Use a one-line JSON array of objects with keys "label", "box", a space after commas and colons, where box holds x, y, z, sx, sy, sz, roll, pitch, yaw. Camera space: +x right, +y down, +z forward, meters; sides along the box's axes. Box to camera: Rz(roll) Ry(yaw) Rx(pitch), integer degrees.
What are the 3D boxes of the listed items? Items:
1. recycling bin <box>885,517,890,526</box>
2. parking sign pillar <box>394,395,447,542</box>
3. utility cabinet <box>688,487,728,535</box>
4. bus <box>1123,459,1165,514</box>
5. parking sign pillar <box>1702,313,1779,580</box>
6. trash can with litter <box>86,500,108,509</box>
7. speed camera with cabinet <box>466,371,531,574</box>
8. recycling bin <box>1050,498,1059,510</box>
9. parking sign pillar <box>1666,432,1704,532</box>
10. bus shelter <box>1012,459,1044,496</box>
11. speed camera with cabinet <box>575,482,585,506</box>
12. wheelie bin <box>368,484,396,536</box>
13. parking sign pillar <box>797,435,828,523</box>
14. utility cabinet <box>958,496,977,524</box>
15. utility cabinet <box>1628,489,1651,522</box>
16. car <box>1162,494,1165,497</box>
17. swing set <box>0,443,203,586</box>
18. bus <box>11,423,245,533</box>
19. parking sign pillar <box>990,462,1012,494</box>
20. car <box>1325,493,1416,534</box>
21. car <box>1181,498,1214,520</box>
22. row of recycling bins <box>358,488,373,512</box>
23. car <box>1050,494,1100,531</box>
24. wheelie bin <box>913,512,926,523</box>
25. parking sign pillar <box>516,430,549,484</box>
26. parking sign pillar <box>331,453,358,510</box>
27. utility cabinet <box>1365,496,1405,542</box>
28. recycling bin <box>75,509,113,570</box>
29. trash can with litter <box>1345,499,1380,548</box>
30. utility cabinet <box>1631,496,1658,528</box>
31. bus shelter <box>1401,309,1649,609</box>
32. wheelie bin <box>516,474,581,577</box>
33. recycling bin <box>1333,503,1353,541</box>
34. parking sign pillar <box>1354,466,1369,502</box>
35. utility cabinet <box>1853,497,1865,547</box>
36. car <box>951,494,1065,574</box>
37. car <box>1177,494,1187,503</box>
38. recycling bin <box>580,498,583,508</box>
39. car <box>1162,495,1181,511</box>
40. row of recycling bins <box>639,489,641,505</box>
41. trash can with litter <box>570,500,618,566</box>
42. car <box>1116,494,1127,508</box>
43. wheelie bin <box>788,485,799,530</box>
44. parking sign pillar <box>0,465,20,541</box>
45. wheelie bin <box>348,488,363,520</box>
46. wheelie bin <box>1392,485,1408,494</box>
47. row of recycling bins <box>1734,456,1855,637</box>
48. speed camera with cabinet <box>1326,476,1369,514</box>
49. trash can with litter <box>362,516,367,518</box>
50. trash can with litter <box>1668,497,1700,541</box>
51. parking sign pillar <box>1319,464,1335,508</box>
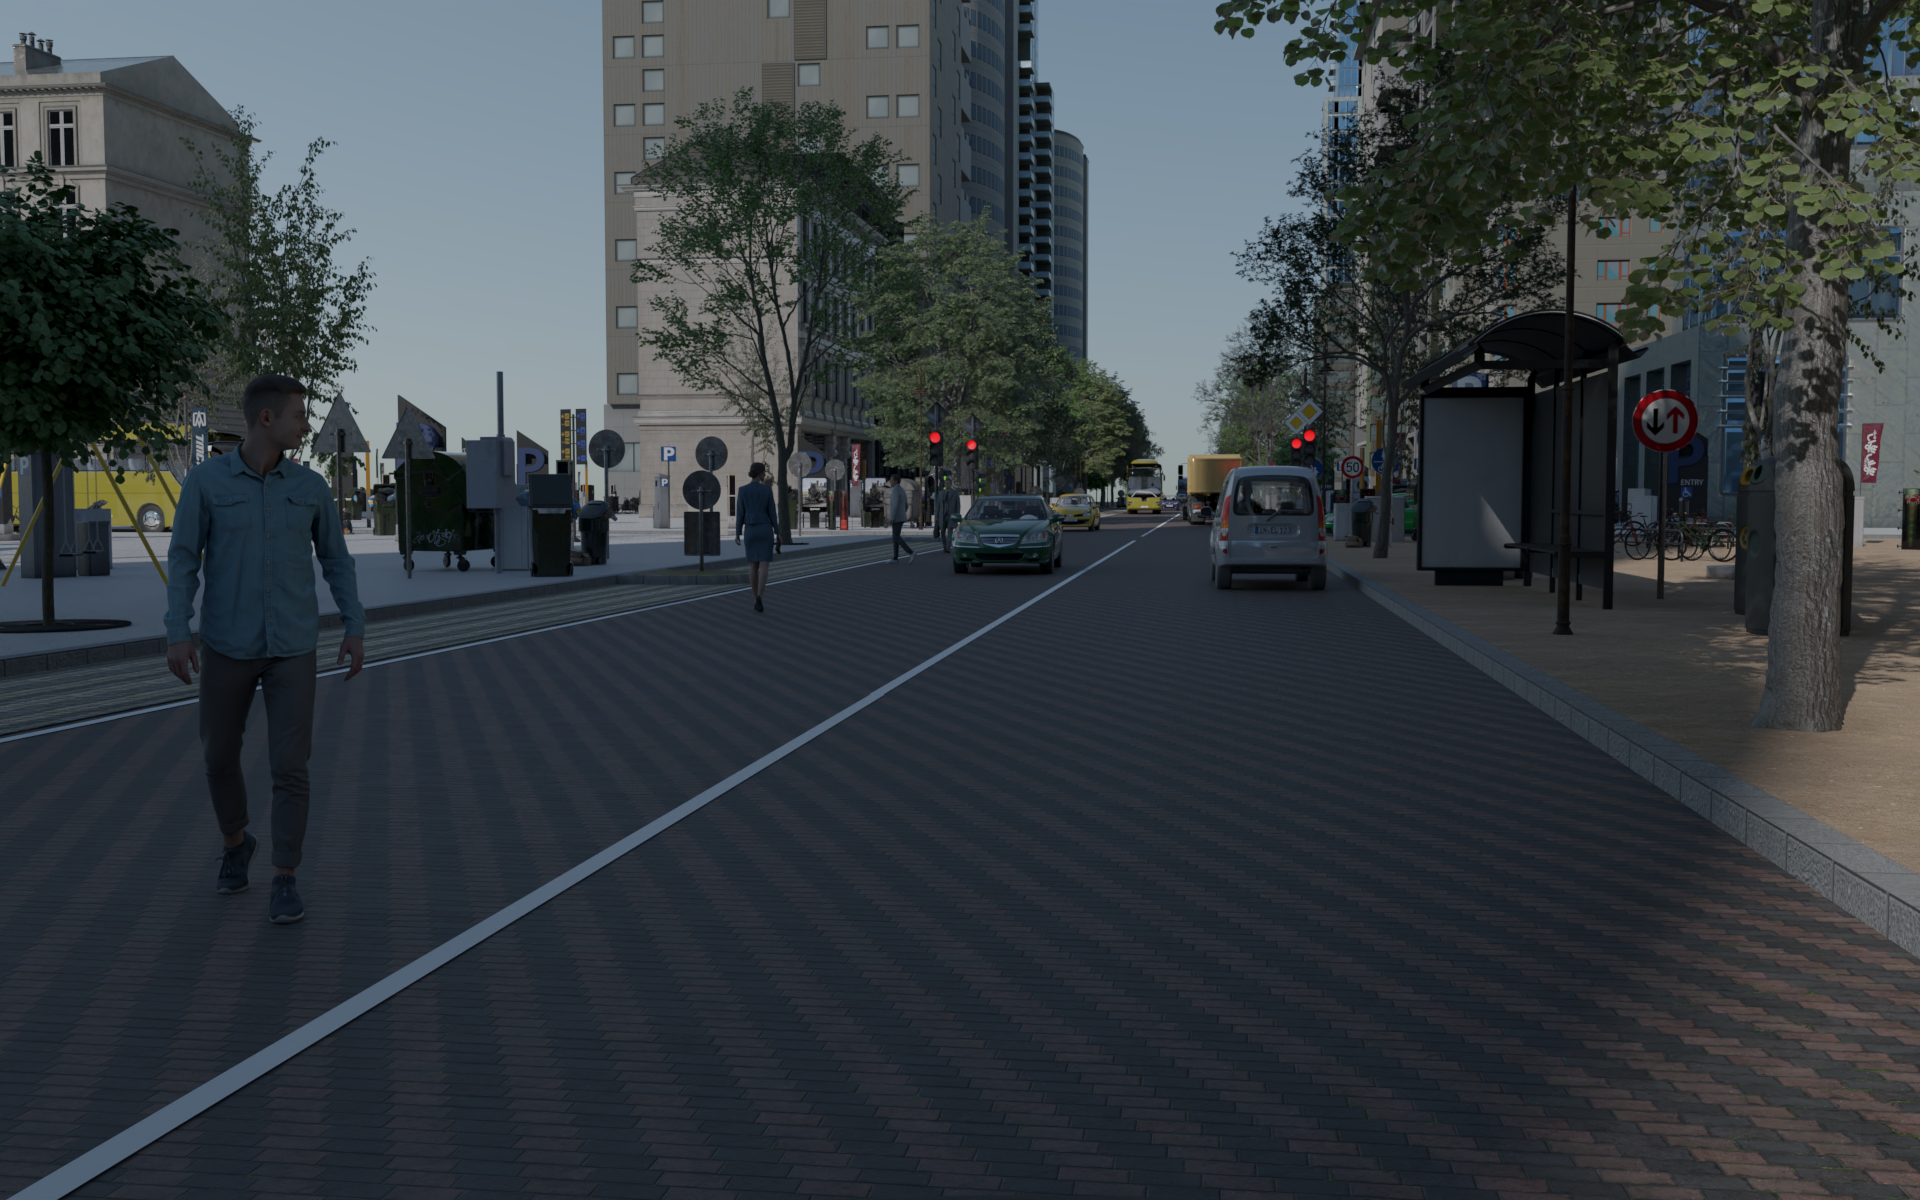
[{"label": "recycling bin", "box": [-3.345, -3.529, 70.259, 0.722, 1.027, 0.722, 3, 4, 39]}, {"label": "parking sign pillar", "box": [-14.602, -3.576, 46.933, 1.447, 3.967, 1.447, 0, 4, 4]}, {"label": "utility cabinet", "box": [-7.729, -2.719, 53.138, 1.173, 1.500, 0.318, -1, 4, -14]}, {"label": "bus", "box": [13.430, -8.211, 125.799, 2.896, 3.916, 12.252, 0, 4, 7]}, {"label": "parking sign pillar", "box": [12.138, -2.310, 26.238, 1.447, 3.967, 1.447, 1, 4, 21]}, {"label": "trash can with litter", "box": [-17.386, -1.400, 34.273, 1.055, 1.170, 0.624, 0, 4, -6]}, {"label": "speed camera with cabinet", "box": [-7.467, -2.103, 28.714, 0.660, 3.252, 2.038, 1, 4, 11]}, {"label": "recycling bin", "box": [6.537, -6.298, 115.534, 0.722, 1.027, 0.722, 3, 5, 41]}, {"label": "parking sign pillar", "box": [23.971, -4.201, 57.152, 1.447, 3.967, 1.447, 1, 4, 18]}, {"label": "bus shelter", "box": [3.703, -7.719, 103.829, 2.179, 5.291, 8.768, 1, 4, 8]}, {"label": "speed camera with cabinet", "box": [-28.306, -8.169, 127.901, 0.660, 3.252, 2.038, -3, 5, -40]}, {"label": "wheelie bin", "box": [-17.736, -2.789, 53.503, 0.980, 1.594, 0.693, -2, 4, -30]}, {"label": "parking sign pillar", "box": [-6.685, -5.502, 78.433, 1.447, 3.967, 1.447, -1, 4, -11]}, {"label": "utility cabinet", "box": [0.220, -3.815, 73.533, 1.020, 1.237, 0.306, 2, 4, 32]}, {"label": "utility cabinet", "box": [27.449, -3.749, 69.970, 0.318, 1.500, 1.173, -1, 4, -11]}, {"label": "car", "box": [31.737, -16.072, 272.994, 2.015, 1.641, 3.980, 0, 4, 7]}, {"label": "swing set", "box": [-11.670, -1.547, 22.917, 2.862, 2.851, 3.119, -1, 4, -13]}, {"label": "bus", "box": [-30.747, -4.255, 61.114, 12.252, 3.916, 2.896, 1, 4, 10]}, {"label": "parking sign pillar", "box": [2.310, -6.636, 96.969, 1.447, 3.967, 1.447, 3, 5, 45]}, {"label": "car", "box": [13.640, -2.775, 54.159, 4.718, 1.807, 1.959, 1, 4, 9]}, {"label": "car", "box": [13.282, -5.299, 96.425, 2.009, 1.686, 4.222, 1, 4, 8]}, {"label": "row of recycling bins", "box": [-44.266, -7.273, 126.024, 1.069, 1.692, 3.534, 3, 5, 43]}, {"label": "car", "box": [4.504, -3.513, 67.661, 2.015, 1.641, 3.980, 1, 4, 10]}, {"label": "wheelie bin", "box": [-1.771, -4.193, 76.457, 0.693, 1.594, 0.980, 2, 4, 32]}, {"label": "parking sign pillar", "box": [-17.931, -5.151, 72.698, 1.447, 3.967, 1.447, 0, 4, -8]}, {"label": "parking sign pillar", "box": [-31.187, -6.072, 87.746, 1.447, 3.967, 1.447, 1, 4, 17]}, {"label": "utility cabinet", "box": [11.368, -2.154, 46.379, 1.020, 1.237, 0.306, 0, 4, 3]}, {"label": "recycling bin", "box": [-14.989, -1.054, 29.792, 0.722, 1.027, 0.722, -2, 4, -26]}, {"label": "trash can with litter", "box": [9.633, -1.847, 41.592, 0.624, 1.170, 1.055, 2, 4, 29]}, {"label": "utility cabinet", "box": [26.056, -3.350, 65.931, 0.306, 1.237, 1.020, -1, 4, -23]}, {"label": "bus shelter", "box": [6.845, -1.698, 21.689, 2.014, 3.302, 5.546, 0, 4, 8]}, {"label": "wheelie bin", "box": [-6.421, -1.168, 27.008, 0.980, 1.594, 0.693, -1, 4, -18]}, {"label": "recycling bin", "box": [10.640, -2.141, 47.555, 0.722, 1.027, 0.722, 1, 4, 10]}, {"label": "parking sign pillar", "box": [28.147, -8.181, 122.226, 1.447, 3.967, 1.447, 3, 5, 43]}, {"label": "utility cabinet", "box": [21.418, -1.896, 42.169, 1.020, 1.237, 0.306, 0, 4, 5]}, {"label": "car", "box": [0.951, -1.281, 32.737, 2.131, 1.459, 4.920, 0, 4, 6]}, {"label": "car", "box": [33.567, -15.391, 261.870, 2.015, 1.641, 3.980, 1, 4, 9]}, {"label": "recycling bin", "box": [-27.540, -6.835, 124.304, 0.722, 1.027, 0.722, -2, 4, -34]}, {"label": "car", "box": [18.114, -8.390, 149.751, 1.945, 1.354, 3.894, 0, 4, 7]}, {"label": "row of recycling bins", "box": [-18.325, -5.824, 102.329, 1.069, 1.692, 3.534, -1, 4, -20]}, {"label": "trash can with litter", "box": [-6.652, -1.210, 31.165, 0.624, 1.170, 1.055, 1, 4, 14]}, {"label": "car", "box": [15.765, -9.475, 163.718, 1.959, 1.807, 4.718, 1, 4, 9]}, {"label": "wheelie bin", "box": [-6.145, -3.354, 62.752, 0.693, 1.594, 0.980, 0, 4, 1]}, {"label": "parking sign pillar", "box": [-26.509, -3.626, 47.751, 1.447, 3.967, 1.447, -1, 4, -19]}, {"label": "wheelie bin", "box": [-29.734, -4.716, 85.017, 0.980, 1.594, 0.693, 3, 5, 42]}, {"label": "wheelie bin", "box": [14.932, -3.091, 58.451, 0.980, 1.594, 0.693, 1, 4, 20]}, {"label": "row of recycling bins", "box": [8.239, -0.610, 17.094, 1.069, 1.692, 3.534, 1, 4, 22]}, {"label": "speed camera with cabinet", "box": [19.418, -5.654, 86.778, 2.038, 3.252, 0.660, 0, 4, 4]}, {"label": "trash can with litter", "box": [-31.648, -4.927, 91.608, 2.233, 1.210, 1.678, -1, 4, -9]}, {"label": "trash can with litter", "box": [19.736, -2.231, 47.530, 1.678, 1.210, 2.233, 2, 4, 24]}, {"label": "parking sign pillar", "box": [19.210, -6.331, 91.979, 1.447, 3.967, 1.447, 0, 4, 3]}]
